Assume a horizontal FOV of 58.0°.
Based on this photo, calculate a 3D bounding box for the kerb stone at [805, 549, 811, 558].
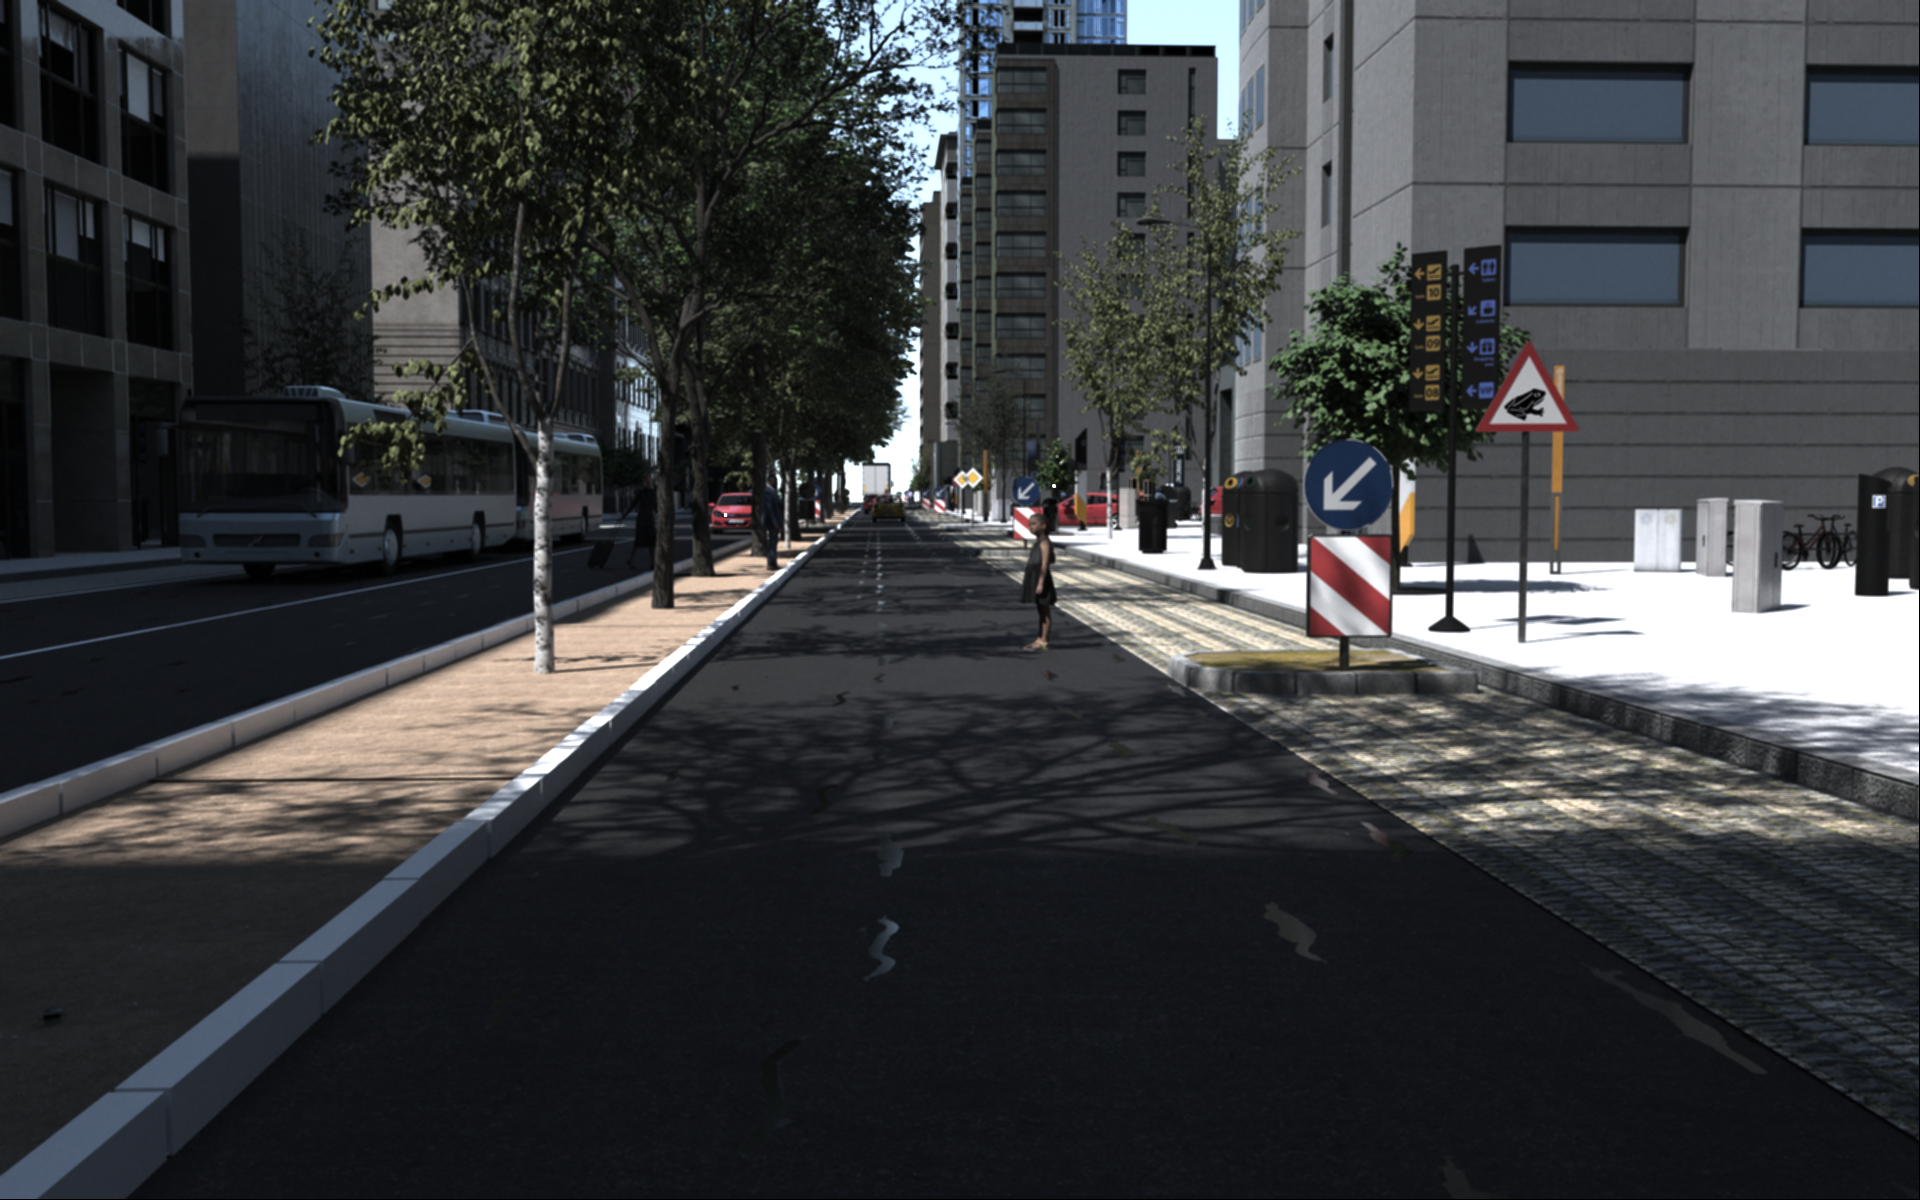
[{"bbox_3d":[-3.401,-0.965,38.042,0.120,0.150,1.000,0,4,-3],"label":"kerb stone"}]

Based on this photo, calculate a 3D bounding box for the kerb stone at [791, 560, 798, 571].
[{"bbox_3d":[-3.113,-0.593,31.896,0.120,0.150,1.000,0,4,-3],"label":"kerb stone"}]

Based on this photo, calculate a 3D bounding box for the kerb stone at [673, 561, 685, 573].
[{"bbox_3d":[-5.216,-0.585,31.781,0.120,0.150,1.000,0,4,-3],"label":"kerb stone"}]

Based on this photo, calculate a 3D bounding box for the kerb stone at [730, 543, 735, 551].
[{"bbox_3d":[-5.750,-1.276,43.065,0.120,0.150,1.000,0,4,-3],"label":"kerb stone"}]

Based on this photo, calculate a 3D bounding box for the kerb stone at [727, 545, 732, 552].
[{"bbox_3d":[-5.701,-1.202,42.037,0.120,0.150,1.000,0,4,-3],"label":"kerb stone"}]

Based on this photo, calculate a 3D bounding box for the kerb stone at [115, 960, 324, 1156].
[{"bbox_3d":[-1.788,1.098,4.242,0.120,0.150,1.000,0,4,-3],"label":"kerb stone"}]

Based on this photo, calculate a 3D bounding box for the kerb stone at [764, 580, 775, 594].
[{"bbox_3d":[-2.761,-0.154,24.719,0.120,0.150,1.000,0,4,-3],"label":"kerb stone"}]

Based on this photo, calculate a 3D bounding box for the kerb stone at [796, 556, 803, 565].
[{"bbox_3d":[-3.206,-0.718,33.940,0.120,0.150,1.000,0,4,-3],"label":"kerb stone"}]

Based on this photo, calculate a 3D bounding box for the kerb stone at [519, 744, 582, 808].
[{"bbox_3d":[-1.978,0.853,8.343,0.120,0.150,1.000,0,4,-3],"label":"kerb stone"}]

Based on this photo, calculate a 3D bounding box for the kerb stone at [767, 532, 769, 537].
[{"bbox_3d":[-6.578,-2.341,60.478,0.120,0.150,1.000,0,4,-3],"label":"kerb stone"}]

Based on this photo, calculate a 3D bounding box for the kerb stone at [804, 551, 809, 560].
[{"bbox_3d":[-3.360,-0.907,37.020,0.120,0.150,1.000,0,4,-3],"label":"kerb stone"}]

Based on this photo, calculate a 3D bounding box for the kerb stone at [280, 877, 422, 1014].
[{"bbox_3d":[-1.836,1.036,5.263,0.120,0.150,1.000,0,4,-3],"label":"kerb stone"}]

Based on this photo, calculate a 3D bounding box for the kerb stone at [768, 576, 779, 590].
[{"bbox_3d":[-2.814,-0.217,25.748,0.120,0.150,1.000,0,4,-3],"label":"kerb stone"}]

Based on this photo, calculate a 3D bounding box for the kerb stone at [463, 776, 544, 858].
[{"bbox_3d":[-1.926,0.910,7.311,0.120,0.150,1.000,0,4,-3],"label":"kerb stone"}]

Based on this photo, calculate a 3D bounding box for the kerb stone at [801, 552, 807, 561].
[{"bbox_3d":[-3.307,-0.844,35.991,0.120,0.150,1.000,0,4,-3],"label":"kerb stone"}]

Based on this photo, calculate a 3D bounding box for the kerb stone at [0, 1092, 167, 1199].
[{"bbox_3d":[-1.742,1.161,3.220,0.120,0.150,1.000,0,4,-3],"label":"kerb stone"}]

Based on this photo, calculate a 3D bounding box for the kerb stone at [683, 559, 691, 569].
[{"bbox_3d":[-5.258,-0.649,32.802,0.120,0.150,1.000,0,4,-3],"label":"kerb stone"}]

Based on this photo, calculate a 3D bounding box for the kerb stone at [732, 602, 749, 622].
[{"bbox_3d":[-2.516,0.159,19.600,0.120,0.150,1.000,0,4,-3],"label":"kerb stone"}]

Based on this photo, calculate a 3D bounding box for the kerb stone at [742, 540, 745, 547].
[{"bbox_3d":[-5.896,-1.465,46.141,0.120,0.150,1.000,0,4,-3],"label":"kerb stone"}]

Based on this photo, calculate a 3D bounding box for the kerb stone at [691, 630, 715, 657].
[{"bbox_3d":[-2.324,0.410,15.493,0.120,0.150,1.000,0,4,-3],"label":"kerb stone"}]

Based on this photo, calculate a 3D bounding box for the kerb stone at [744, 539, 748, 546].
[{"bbox_3d":[-5.943,-1.527,47.162,0.120,0.150,1.000,0,4,-3],"label":"kerb stone"}]

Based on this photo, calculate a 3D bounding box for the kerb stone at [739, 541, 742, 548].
[{"bbox_3d":[-5.847,-1.399,45.120,0.120,0.150,1.000,0,4,-3],"label":"kerb stone"}]

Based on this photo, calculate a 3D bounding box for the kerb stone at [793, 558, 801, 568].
[{"bbox_3d":[-3.162,-0.651,32.917,0.120,0.150,1.000,0,4,-3],"label":"kerb stone"}]

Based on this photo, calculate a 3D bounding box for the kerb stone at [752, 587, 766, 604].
[{"bbox_3d":[-2.668,-0.029,22.667,0.120,0.150,1.000,0,4,-3],"label":"kerb stone"}]

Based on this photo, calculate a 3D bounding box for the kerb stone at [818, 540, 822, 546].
[{"bbox_3d":[-3.744,-1.408,45.221,0.120,0.150,1.000,0,4,-3],"label":"kerb stone"}]

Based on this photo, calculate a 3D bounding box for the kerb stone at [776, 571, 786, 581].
[{"bbox_3d":[-2.914,-0.335,27.797,0.120,0.150,1.000,0,4,-3],"label":"kerb stone"}]

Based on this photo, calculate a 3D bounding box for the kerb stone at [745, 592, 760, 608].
[{"bbox_3d":[-2.623,0.034,21.644,0.120,0.150,1.000,0,4,-3],"label":"kerb stone"}]

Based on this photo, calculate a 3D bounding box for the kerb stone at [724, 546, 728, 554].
[{"bbox_3d":[-5.654,-1.150,41.006,0.120,0.150,1.000,0,4,-3],"label":"kerb stone"}]

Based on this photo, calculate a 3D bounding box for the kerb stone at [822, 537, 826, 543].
[{"bbox_3d":[-3.890,-1.590,48.289,0.120,0.150,1.000,0,4,-3],"label":"kerb stone"}]

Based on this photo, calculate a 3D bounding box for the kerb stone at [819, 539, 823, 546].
[{"bbox_3d":[-3.800,-1.471,46.246,0.120,0.150,1.000,0,4,-3],"label":"kerb stone"}]

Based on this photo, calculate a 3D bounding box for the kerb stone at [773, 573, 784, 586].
[{"bbox_3d":[-2.855,-0.280,26.773,0.120,0.150,1.000,0,4,-3],"label":"kerb stone"}]

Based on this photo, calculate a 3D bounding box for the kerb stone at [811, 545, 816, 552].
[{"bbox_3d":[-3.550,-1.157,41.117,0.120,0.150,1.000,0,4,-3],"label":"kerb stone"}]

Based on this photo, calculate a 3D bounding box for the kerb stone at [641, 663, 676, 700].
[{"bbox_3d":[-2.179,0.597,12.430,0.120,0.150,1.000,0,4,-3],"label":"kerb stone"}]

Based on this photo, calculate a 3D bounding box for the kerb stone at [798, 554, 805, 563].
[{"bbox_3d":[-3.256,-0.779,34.966,0.120,0.150,1.000,0,4,-3],"label":"kerb stone"}]

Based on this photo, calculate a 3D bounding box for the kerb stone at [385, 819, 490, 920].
[{"bbox_3d":[-1.890,0.973,6.289,0.120,0.150,1.000,0,4,-3],"label":"kerb stone"}]

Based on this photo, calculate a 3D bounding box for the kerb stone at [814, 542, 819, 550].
[{"bbox_3d":[-3.650,-1.283,43.167,0.120,0.150,1.000,0,4,-3],"label":"kerb stone"}]

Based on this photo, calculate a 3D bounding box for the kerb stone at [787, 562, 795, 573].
[{"bbox_3d":[-3.066,-0.531,30.874,0.120,0.150,1.000,0,4,-3],"label":"kerb stone"}]

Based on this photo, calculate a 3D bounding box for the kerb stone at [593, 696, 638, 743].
[{"bbox_3d":[-2.077,0.725,10.388,0.120,0.150,1.000,0,4,-3],"label":"kerb stone"}]

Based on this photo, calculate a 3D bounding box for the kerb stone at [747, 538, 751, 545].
[{"bbox_3d":[-5.989,-1.585,48.184,0.120,0.150,1.000,0,4,-3],"label":"kerb stone"}]

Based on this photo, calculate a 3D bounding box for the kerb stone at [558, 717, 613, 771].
[{"bbox_3d":[-2.031,0.786,9.367,0.120,0.150,1.000,0,4,-3],"label":"kerb stone"}]

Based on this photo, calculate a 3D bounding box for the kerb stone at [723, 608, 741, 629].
[{"bbox_3d":[-2.476,0.225,18.572,0.120,0.150,1.000,0,4,-3],"label":"kerb stone"}]

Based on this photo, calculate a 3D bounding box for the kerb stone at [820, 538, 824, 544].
[{"bbox_3d":[-3.855,-1.531,47.267,0.120,0.150,1.000,0,4,-3],"label":"kerb stone"}]

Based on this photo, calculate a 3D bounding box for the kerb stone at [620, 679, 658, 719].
[{"bbox_3d":[-2.128,0.665,11.409,0.120,0.150,1.000,0,4,-3],"label":"kerb stone"}]

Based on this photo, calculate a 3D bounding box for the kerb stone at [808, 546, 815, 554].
[{"bbox_3d":[-3.500,-1.094,40.090,0.120,0.150,1.000,0,4,-3],"label":"kerb stone"}]

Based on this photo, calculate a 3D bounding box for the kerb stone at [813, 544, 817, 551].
[{"bbox_3d":[-3.608,-1.217,42.138,0.120,0.150,1.000,0,4,-3],"label":"kerb stone"}]

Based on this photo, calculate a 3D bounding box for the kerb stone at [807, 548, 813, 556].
[{"bbox_3d":[-3.452,-1.028,39.063,0.120,0.150,1.000,0,4,-3],"label":"kerb stone"}]

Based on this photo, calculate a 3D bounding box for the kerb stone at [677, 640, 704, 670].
[{"bbox_3d":[-2.275,0.472,14.472,0.120,0.150,1.000,0,4,-3],"label":"kerb stone"}]

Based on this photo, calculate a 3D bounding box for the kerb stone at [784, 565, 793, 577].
[{"bbox_3d":[-3.008,-0.464,29.854,0.120,0.150,1.000,0,4,-3],"label":"kerb stone"}]

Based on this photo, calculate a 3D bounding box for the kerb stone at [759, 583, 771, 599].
[{"bbox_3d":[-2.710,-0.091,23.691,0.120,0.150,1.000,0,4,-3],"label":"kerb stone"}]

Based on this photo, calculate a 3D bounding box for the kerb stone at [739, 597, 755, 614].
[{"bbox_3d":[-2.572,0.096,20.621,0.120,0.150,1.000,0,4,-3],"label":"kerb stone"}]

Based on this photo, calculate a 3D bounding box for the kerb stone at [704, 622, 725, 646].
[{"bbox_3d":[-2.374,0.347,16.517,0.120,0.150,1.000,0,4,-3],"label":"kerb stone"}]

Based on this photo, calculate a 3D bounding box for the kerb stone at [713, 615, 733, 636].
[{"bbox_3d":[-2.426,0.285,17.541,0.120,0.150,1.000,0,4,-3],"label":"kerb stone"}]

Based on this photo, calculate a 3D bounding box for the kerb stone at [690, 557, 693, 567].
[{"bbox_3d":[-5.306,-0.711,33.823,0.120,0.150,1.000,0,4,-3],"label":"kerb stone"}]

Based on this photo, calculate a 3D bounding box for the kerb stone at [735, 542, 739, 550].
[{"bbox_3d":[-5.800,-1.336,44.086,0.120,0.150,1.000,0,4,-3],"label":"kerb stone"}]

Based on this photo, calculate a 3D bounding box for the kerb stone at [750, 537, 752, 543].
[{"bbox_3d":[-6.044,-1.652,49.204,0.120,0.150,1.000,0,4,-3],"label":"kerb stone"}]

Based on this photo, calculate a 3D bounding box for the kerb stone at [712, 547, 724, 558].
[{"bbox_3d":[-5.601,-1.084,39.980,0.120,0.150,1.000,0,4,-3],"label":"kerb stone"}]

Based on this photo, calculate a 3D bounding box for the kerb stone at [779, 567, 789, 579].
[{"bbox_3d":[-2.969,-0.406,28.832,0.120,0.150,1.000,0,4,-3],"label":"kerb stone"}]

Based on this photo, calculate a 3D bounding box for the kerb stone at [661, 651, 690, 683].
[{"bbox_3d":[-2.228,0.535,13.451,0.120,0.150,1.000,0,4,-3],"label":"kerb stone"}]

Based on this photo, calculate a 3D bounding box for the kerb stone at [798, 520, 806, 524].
[{"bbox_3d":[-7.783,-3.878,85.604,0.120,0.150,1.000,0,4,-3],"label":"kerb stone"}]

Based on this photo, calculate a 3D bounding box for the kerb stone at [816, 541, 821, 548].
[{"bbox_3d":[-3.698,-1.344,44.197,0.120,0.150,1.000,0,4,-3],"label":"kerb stone"}]
